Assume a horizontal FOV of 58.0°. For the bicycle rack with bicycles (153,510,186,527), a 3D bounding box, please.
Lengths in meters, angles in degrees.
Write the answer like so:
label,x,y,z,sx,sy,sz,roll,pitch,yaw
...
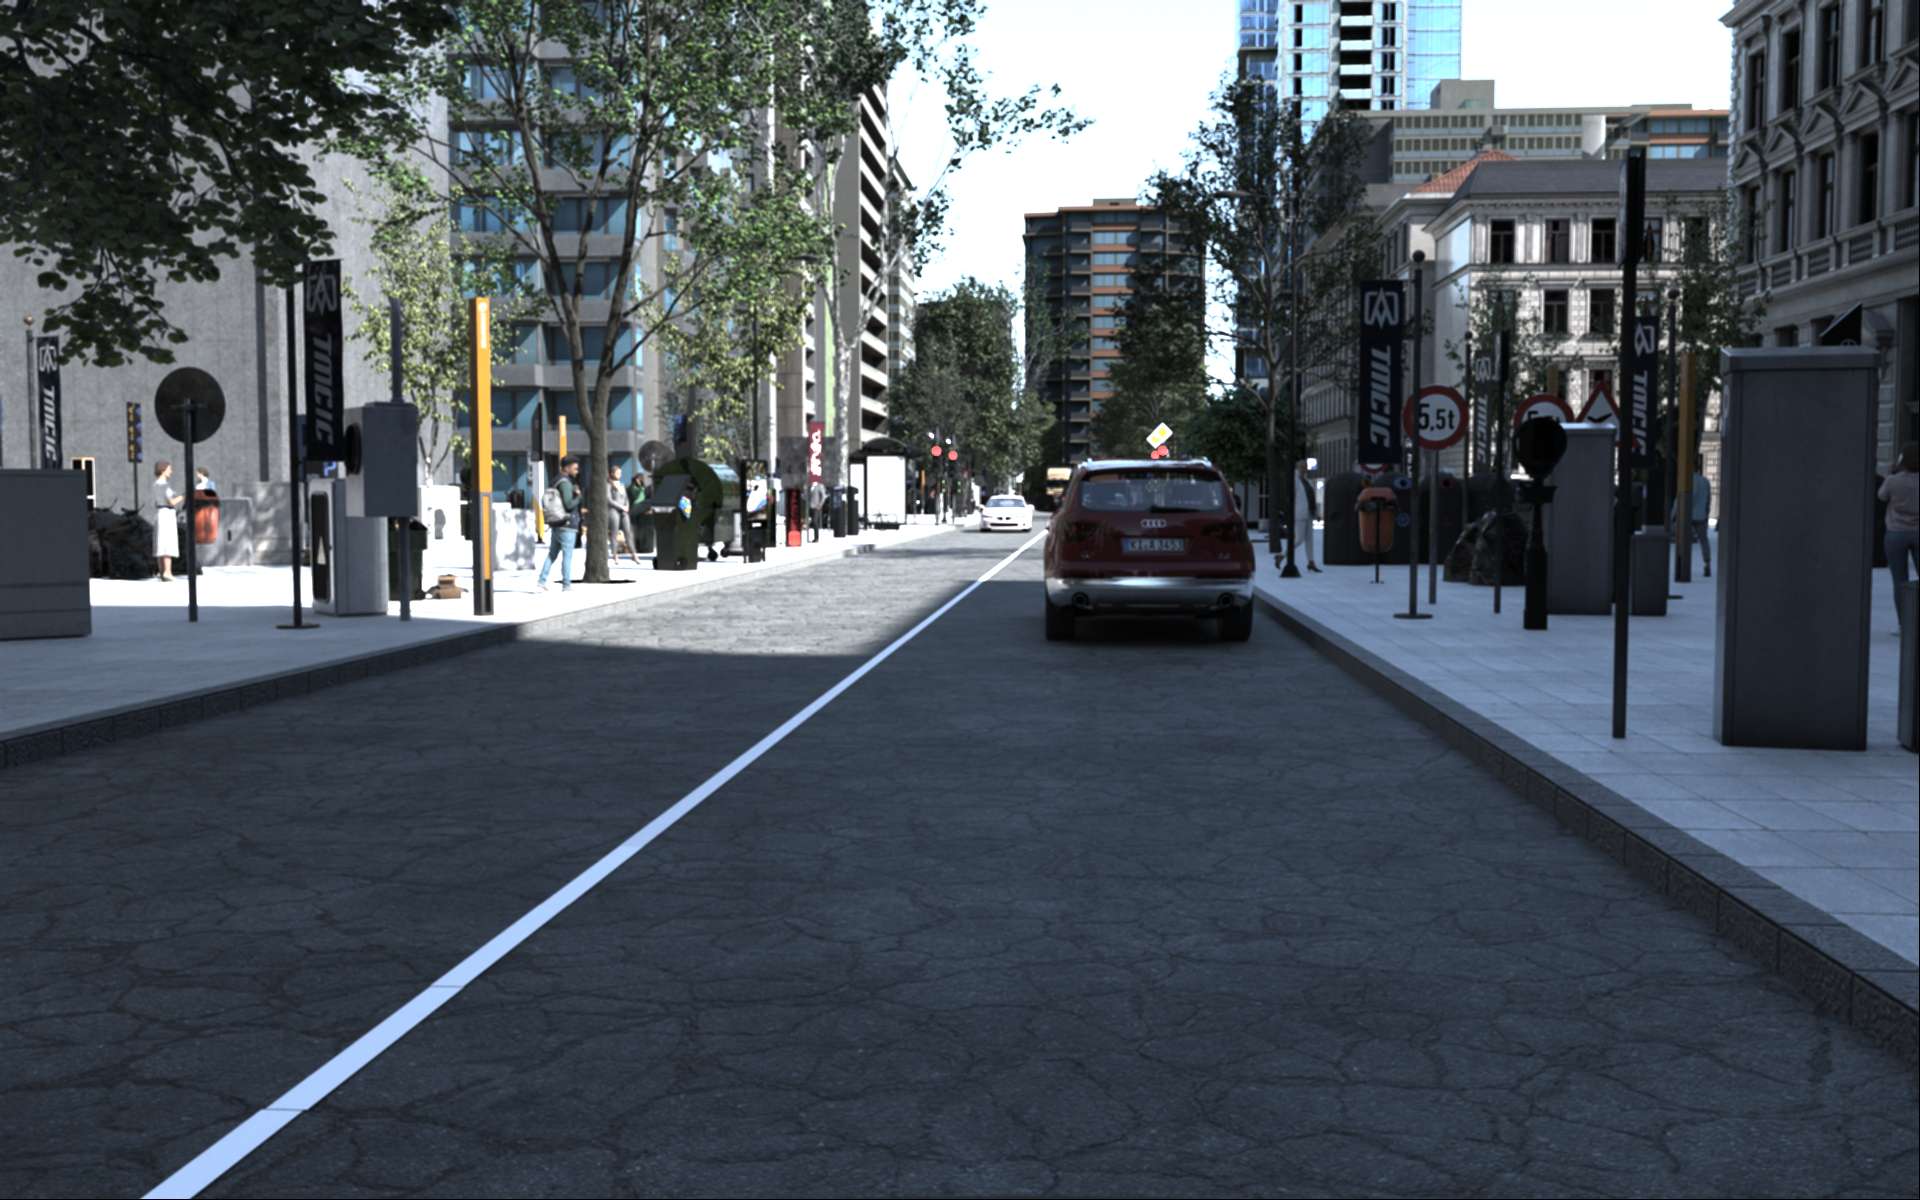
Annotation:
label,x,y,z,sx,sy,sz,roll,pitch,yaw
bicycle rack with bicycles,-17.207,-1.612,39.742,2.852,0.926,2.925,-1,4,-15

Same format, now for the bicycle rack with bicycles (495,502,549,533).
label,x,y,z,sx,sy,sz,roll,pitch,yaw
bicycle rack with bicycles,-14.912,-2.618,56.182,2.925,0.926,2.852,0,4,-5

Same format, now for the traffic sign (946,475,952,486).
label,x,y,z,sx,sy,sz,roll,pitch,yaw
traffic sign,-0.871,-7.112,116.290,0.884,2.594,0.081,1,4,8

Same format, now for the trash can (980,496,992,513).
label,x,y,z,sx,sy,sz,roll,pitch,yaw
trash can,1.595,-5.845,107.215,0.748,1.137,0.748,0,3,0

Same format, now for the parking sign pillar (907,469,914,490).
label,x,y,z,sx,sy,sz,roll,pitch,yaw
parking sign pillar,-4.450,-9.750,147.878,1.447,3.967,1.447,-2,4,-29

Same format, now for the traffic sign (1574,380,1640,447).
label,x,y,z,sx,sy,sz,roll,pitch,yaw
traffic sign,7.294,-1.211,19.801,0.884,2.594,0.081,0,4,6

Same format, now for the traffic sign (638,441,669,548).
label,x,y,z,sx,sy,sz,roll,pitch,yaw
traffic sign,-7.302,-2.516,41.237,0.768,2.556,0.104,1,4,11

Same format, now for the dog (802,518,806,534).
label,x,y,z,sx,sy,sz,roll,pitch,yaw
dog,-5.086,-2.395,55.996,0.540,0.507,0.406,2,4,32

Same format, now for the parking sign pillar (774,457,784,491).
label,x,y,z,sx,sy,sz,roll,pitch,yaw
parking sign pillar,-12.783,-8.383,125.538,1.447,3.967,1.447,1,4,16

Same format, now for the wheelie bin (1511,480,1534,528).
label,x,y,z,sx,sy,sz,roll,pitch,yaw
wheelie bin,13.018,-1.929,39.441,0.693,1.594,0.980,-3,4,-38

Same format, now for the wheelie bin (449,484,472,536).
label,x,y,z,sx,sy,sz,roll,pitch,yaw
wheelie bin,-15.211,-2.734,52.611,0.980,1.594,0.693,-2,4,-26

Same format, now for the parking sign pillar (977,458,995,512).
label,x,y,z,sx,sy,sz,roll,pitch,yaw
parking sign pillar,1.969,-8.262,123.555,1.447,3.967,1.447,1,4,13

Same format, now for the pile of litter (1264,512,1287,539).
label,x,y,z,sx,sy,sz,roll,pitch,yaw
pile of litter,9.429,-2.217,50.215,1.176,0.858,1.719,0,4,7

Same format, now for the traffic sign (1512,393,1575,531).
label,x,y,z,sx,sy,sz,roll,pitch,yaw
traffic sign,7.371,-1.336,21.945,0.768,2.556,0.104,0,4,8

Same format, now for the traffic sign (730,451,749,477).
label,x,y,z,sx,sy,sz,roll,pitch,yaw
traffic sign,-5.225,-2.408,41.493,0.606,2.300,0.079,1,4,10

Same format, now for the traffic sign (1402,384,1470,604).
label,x,y,z,sx,sy,sz,roll,pitch,yaw
traffic sign,5.535,-1.229,20.208,0.768,2.556,0.104,1,4,13

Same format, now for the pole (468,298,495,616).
label,x,y,z,sx,sy,sz,roll,pitch,yaw
pole,-5.016,-1.487,18.149,0.158,3.312,0.155,0,3,0

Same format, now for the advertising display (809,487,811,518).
label,x,y,z,sx,sy,sz,roll,pitch,yaw
advertising display,-8.073,-5.417,93.777,0.974,1.923,0.123,2,4,29

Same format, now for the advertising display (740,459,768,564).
label,x,y,z,sx,sy,sz,roll,pitch,yaw
advertising display,-3.817,-1.647,32.147,0.123,1.923,0.974,1,4,18

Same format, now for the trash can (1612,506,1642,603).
label,x,y,z,sx,sy,sz,roll,pitch,yaw
trash can,7.677,-0.544,20.543,0.748,1.137,0.748,0,3,0

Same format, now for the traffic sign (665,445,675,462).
label,x,y,z,sx,sy,sz,roll,pitch,yaw
traffic sign,-7.736,-2.741,44.929,0.768,2.556,0.104,1,4,12

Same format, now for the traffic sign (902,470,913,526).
label,x,y,z,sx,sy,sz,roll,pitch,yaw
traffic sign,-2.304,-4.239,69.317,0.884,2.594,0.081,1,4,8

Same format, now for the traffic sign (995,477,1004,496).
label,x,y,z,sx,sy,sz,roll,pitch,yaw
traffic sign,2.827,-7.642,125.047,0.768,2.556,0.104,1,4,13

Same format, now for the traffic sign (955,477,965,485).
label,x,y,z,sx,sy,sz,roll,pitch,yaw
traffic sign,-0.034,-7.185,117.574,0.768,2.556,0.104,0,4,7

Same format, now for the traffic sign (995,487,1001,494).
label,x,y,z,sx,sy,sz,roll,pitch,yaw
traffic sign,3.078,-9.162,149.801,0.884,2.594,0.081,1,4,13

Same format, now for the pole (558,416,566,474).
label,x,y,z,sx,sy,sz,roll,pitch,yaw
pole,-10.362,-3.140,45.188,0.158,3.312,0.155,0,3,0

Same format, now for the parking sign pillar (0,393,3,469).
label,x,y,z,sx,sy,sz,roll,pitch,yaw
parking sign pillar,-16.599,-2.501,29.370,1.447,3.967,1.447,-1,4,-19

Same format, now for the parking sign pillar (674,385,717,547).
label,x,y,z,sx,sy,sz,roll,pitch,yaw
parking sign pillar,-6.665,-3.281,42.119,1.447,3.967,1.447,0,4,-5

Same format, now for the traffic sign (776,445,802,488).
label,x,y,z,sx,sy,sz,roll,pitch,yaw
traffic sign,-4.471,-2.826,46.213,0.884,2.594,0.081,1,4,9

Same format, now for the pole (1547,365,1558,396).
label,x,y,z,sx,sy,sz,roll,pitch,yaw
pole,9.350,-2.052,27.401,0.158,3.312,0.155,0,3,0

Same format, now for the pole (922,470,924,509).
label,x,y,z,sx,sy,sz,roll,pitch,yaw
pole,-3.186,-9.472,148.715,0.158,3.312,0.155,0,3,0

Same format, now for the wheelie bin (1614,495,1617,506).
label,x,y,z,sx,sy,sz,roll,pitch,yaw
wheelie bin,20.695,-2.940,55.974,0.980,1.594,0.693,0,4,-8

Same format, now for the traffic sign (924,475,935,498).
label,x,y,z,sx,sy,sz,roll,pitch,yaw
traffic sign,-2.050,-7.124,116.587,0.768,2.556,0.104,1,4,13

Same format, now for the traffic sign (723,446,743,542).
label,x,y,z,sx,sy,sz,roll,pitch,yaw
traffic sign,-6.058,-2.817,46.164,0.768,2.556,0.104,0,4,5

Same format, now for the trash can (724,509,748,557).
label,x,y,z,sx,sy,sz,roll,pitch,yaw
trash can,-4.566,-1.475,35.767,0.748,1.137,0.748,0,3,0

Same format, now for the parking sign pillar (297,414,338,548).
label,x,y,z,sx,sy,sz,roll,pitch,yaw
parking sign pillar,-15.610,-3.280,42.101,1.447,3.967,1.447,3,5,44

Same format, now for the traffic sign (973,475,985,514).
label,x,y,z,sx,sy,sz,roll,pitch,yaw
traffic sign,1.256,-6.962,113.937,0.768,2.556,0.104,0,4,6

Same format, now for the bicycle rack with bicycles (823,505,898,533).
label,x,y,z,sx,sy,sz,roll,pitch,yaw
bicycle rack with bicycles,-3.557,-2.757,58.459,2.852,0.926,2.925,2,4,34

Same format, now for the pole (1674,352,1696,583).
label,x,y,z,sx,sy,sz,roll,pitch,yaw
pole,10.506,-1.911,25.080,0.158,3.312,0.155,0,3,0

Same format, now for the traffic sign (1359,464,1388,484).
label,x,y,z,sx,sy,sz,roll,pitch,yaw
traffic sign,10.186,-2.605,42.702,0.768,2.556,0.104,0,4,5

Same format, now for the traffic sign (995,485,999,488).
label,x,y,z,sx,sy,sz,roll,pitch,yaw
traffic sign,3.212,-9.095,148.804,0.768,2.556,0.104,1,4,14

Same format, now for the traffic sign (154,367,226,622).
label,x,y,z,sx,sy,sz,roll,pitch,yaw
traffic sign,-7.730,-1.057,17.385,0.768,2.556,0.104,1,4,9

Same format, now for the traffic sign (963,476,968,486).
label,x,y,z,sx,sy,sz,roll,pitch,yaw
traffic sign,0.179,-7.534,123.278,0.768,2.556,0.104,0,4,6

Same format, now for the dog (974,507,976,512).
label,x,y,z,sx,sy,sz,roll,pitch,yaw
dog,0.961,-6.627,125.186,0.406,0.507,0.540,1,4,11

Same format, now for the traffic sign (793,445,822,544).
label,x,y,z,sx,sy,sz,roll,pitch,yaw
traffic sign,-3.942,-2.732,44.772,0.768,2.556,0.104,1,4,9

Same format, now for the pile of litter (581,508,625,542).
label,x,y,z,sx,sy,sz,roll,pitch,yaw
pile of litter,-9.530,-2.013,46.878,1.176,0.858,1.719,1,4,18

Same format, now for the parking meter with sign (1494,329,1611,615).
label,x,y,z,sx,sy,sz,roll,pitch,yaw
parking meter with sign,6.606,-1.356,18.434,1.738,3.016,0.543,1,4,11

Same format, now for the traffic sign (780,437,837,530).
label,x,y,z,sx,sy,sz,roll,pitch,yaw
traffic sign,-5.258,-4.132,61.434,2.265,3.308,0.079,0,4,5

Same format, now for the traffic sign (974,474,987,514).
label,x,y,z,sx,sy,sz,roll,pitch,yaw
traffic sign,1.345,-6.901,112.839,0.884,2.594,0.081,0,4,7

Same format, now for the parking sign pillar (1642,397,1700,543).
label,x,y,z,sx,sy,sz,roll,pitch,yaw
parking sign pillar,18.742,-3.499,45.675,1.447,3.967,1.447,0,4,7
